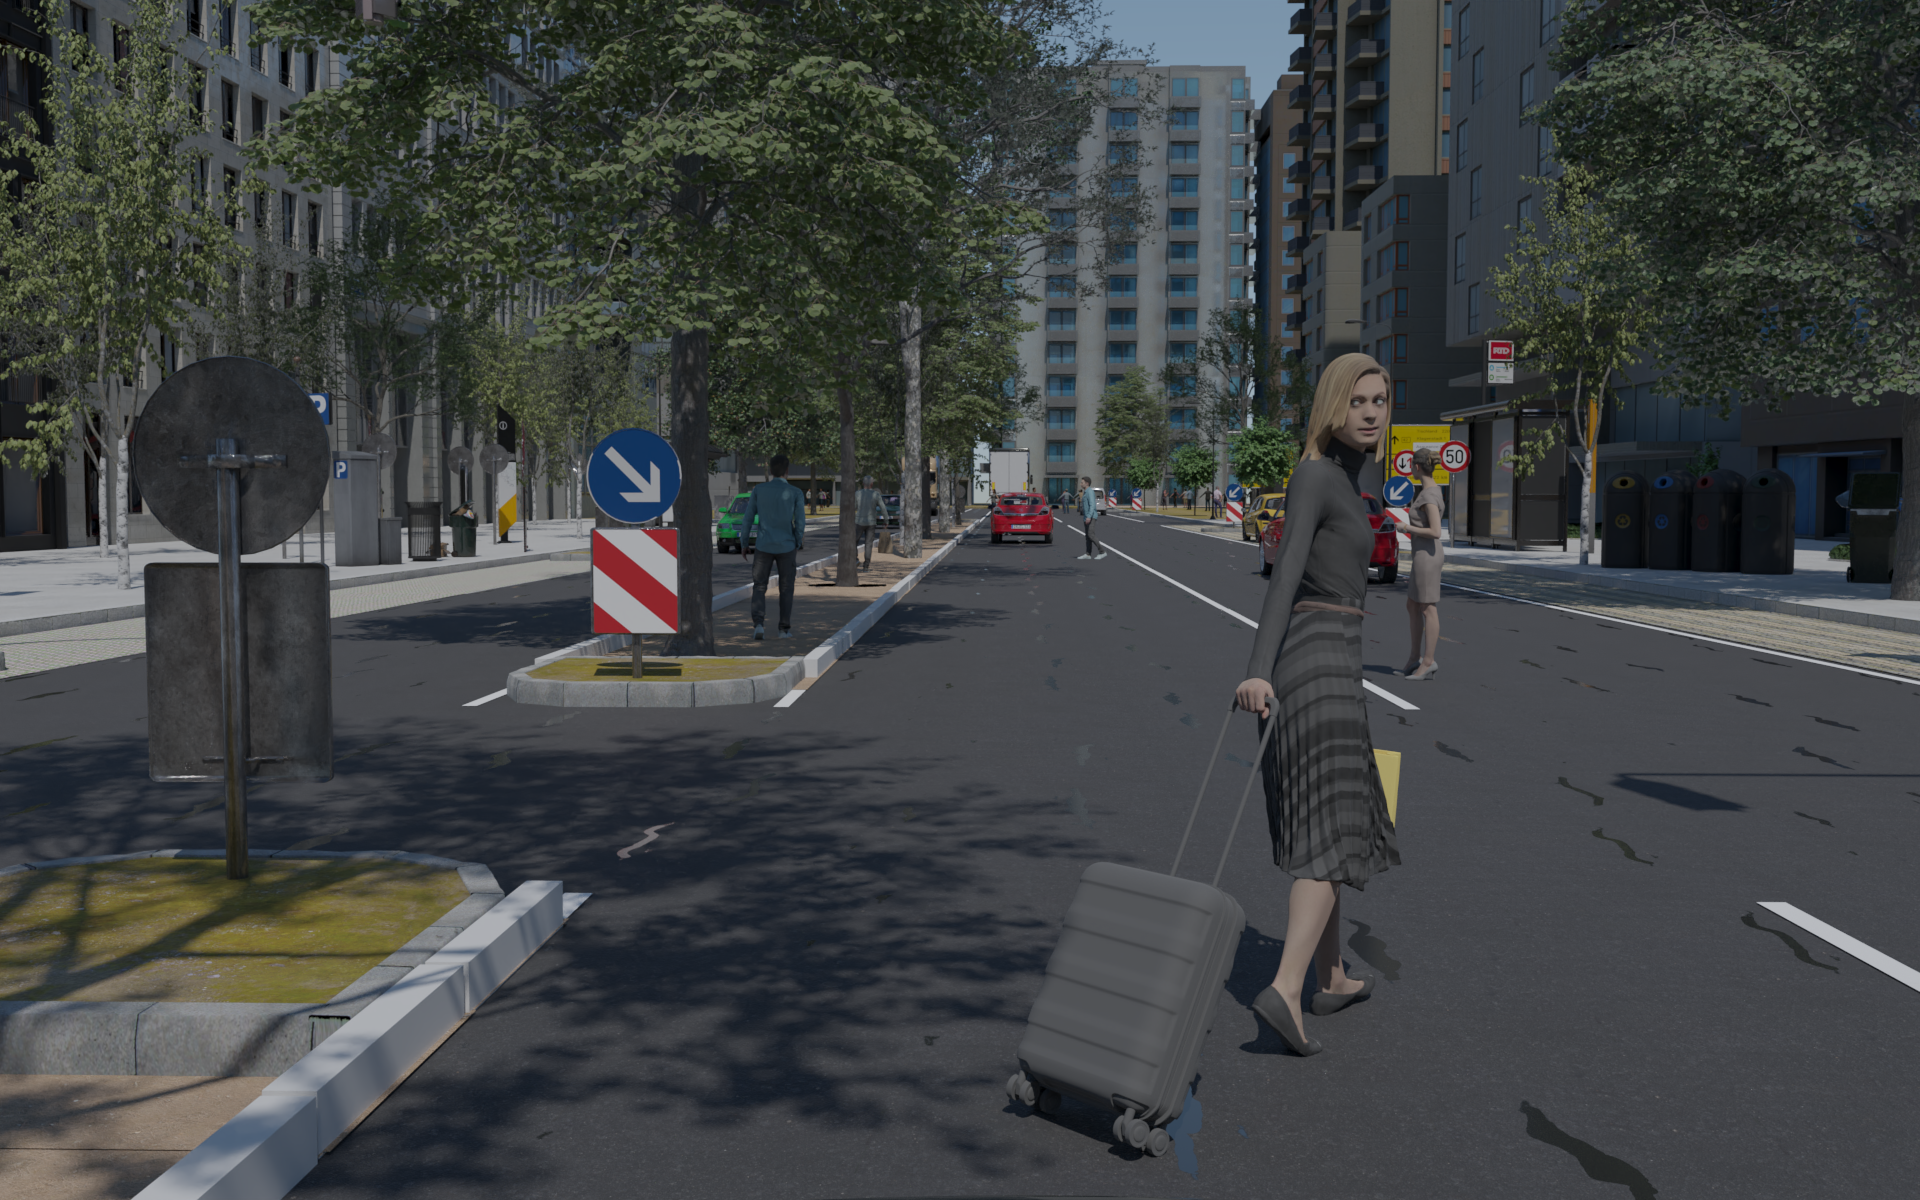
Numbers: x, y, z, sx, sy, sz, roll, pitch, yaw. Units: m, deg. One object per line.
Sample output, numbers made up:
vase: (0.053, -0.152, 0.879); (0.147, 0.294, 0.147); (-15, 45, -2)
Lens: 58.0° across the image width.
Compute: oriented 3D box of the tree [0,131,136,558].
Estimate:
tree: (-17.455, -5.152, 34.601); (4.360, 8.622, 3.978); (0, 3, 0)

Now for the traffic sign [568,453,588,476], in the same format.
traffic sign: (-12.234, -3.421, 55.669); (0.795, 2.593, 0.064); (0, 4, 7)

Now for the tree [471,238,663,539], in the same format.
tree: (-10.767, -6.054, 49.338); (4.360, 8.622, 3.978); (0, 3, 0)

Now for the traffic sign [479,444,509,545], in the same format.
traffic sign: (-11.776, -2.671, 43.777); (0.768, 2.556, 0.104); (0, 4, 5)

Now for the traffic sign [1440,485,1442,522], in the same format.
traffic sign: (14.706, -3.241, 52.998); (0.884, 2.594, 0.081); (0, 4, 5)

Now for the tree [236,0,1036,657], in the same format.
tree: (-2.417, -5.775, 14.998); (7.486, 12.596, 7.792); (0, 3, 0)

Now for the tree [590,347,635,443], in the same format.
tree: (-17.469, -7.689, 76.082); (4.737, 8.622, 4.395); (0, 3, 0)

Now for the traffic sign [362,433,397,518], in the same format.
traffic sign: (-12.055, -2.192, 35.953); (0.768, 2.556, 0.104); (0, 4, 6)

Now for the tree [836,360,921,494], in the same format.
tree: (-6.992, -15.039, 152.542); (9.857, 13.997, 8.962); (0, 3, 0)

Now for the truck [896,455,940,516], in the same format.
truck: (-2.676, -7.781, 116.125); (2.839, 4.237, 11.283); (0, 3, 0)

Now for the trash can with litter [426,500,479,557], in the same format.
trash can with litter: (-10.324, -1.454, 35.165); (1.055, 1.170, 0.624); (0, 4, 1)

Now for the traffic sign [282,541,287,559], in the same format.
traffic sign: (-13.361, -2.084, 34.180); (0.768, 2.556, 0.104); (0, 4, 8)

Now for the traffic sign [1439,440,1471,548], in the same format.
traffic sign: (11.720, -2.509, 41.135); (0.768, 2.556, 0.104); (0, 4, 4)

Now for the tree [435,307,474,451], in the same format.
tree: (-17.317, -6.976, 64.417); (4.360, 8.622, 3.978); (0, 3, 0)

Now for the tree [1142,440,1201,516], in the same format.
tree: (13.789, -7.239, 102.075); (4.285, 4.588, 4.351); (0, 3, 0)

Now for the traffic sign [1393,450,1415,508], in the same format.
traffic sign: (12.821, -3.040, 49.810); (0.768, 2.556, 0.104); (0, 4, 5)

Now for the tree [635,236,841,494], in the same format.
tree: (-9.620, -9.752, 76.452); (9.611, 12.733, 9.660); (0, 3, 0)

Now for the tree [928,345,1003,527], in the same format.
tree: (-0.238, -7.391, 73.664); (4.737, 8.622, 4.395); (0, 3, 0)

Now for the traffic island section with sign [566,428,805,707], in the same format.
traffic island section with sign: (-2.222, -0.272, 12.590); (2.006, 1.907, 1.989); (0, 4, 2)

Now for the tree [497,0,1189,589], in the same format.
tree: (-1.708, -6.930, 26.129); (12.009, 13.543, 11.850); (0, 3, 0)

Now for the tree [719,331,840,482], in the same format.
tree: (-9.844, -9.284, 86.198); (7.601, 10.594, 8.767); (0, 4, -8)

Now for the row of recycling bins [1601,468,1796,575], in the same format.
row of recycling bins: (12.319, -1.340, 29.019); (1.069, 1.692, 3.534); (-2, 4, -31)

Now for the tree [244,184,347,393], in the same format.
tree: (-17.040, -5.594, 41.825); (4.360, 8.622, 3.978); (0, 3, 0)

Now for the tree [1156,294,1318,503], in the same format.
tree: (13.613, -8.923, 80.306); (8.767, 10.594, 7.601); (-1, 4, -20)

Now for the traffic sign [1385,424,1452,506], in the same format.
traffic sign: (13.526, -3.464, 50.513); (2.265, 3.308, 0.079); (0, 4, 3)

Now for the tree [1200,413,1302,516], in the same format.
tree: (12.252, -5.320, 70.700); (4.285, 4.588, 4.351); (0, 3, 0)

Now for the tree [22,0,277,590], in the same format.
tree: (-11.338, -4.459, 23.273); (4.737, 8.622, 4.395); (0, 3, 0)

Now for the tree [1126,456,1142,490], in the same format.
tree: (14.625, -9.366, 136.844); (4.285, 4.588, 4.351); (0, 3, 0)

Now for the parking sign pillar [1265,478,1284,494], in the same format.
parking sign pillar: (13.451, -5.239, 74.136); (1.447, 3.967, 1.447); (0, 4, -6)

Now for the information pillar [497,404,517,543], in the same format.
information pillar: (-11.816, -3.287, 45.104); (0.504, 3.616, 0.183); (-3, 4, -38)

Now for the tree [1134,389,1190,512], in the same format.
tree: (14.124, -10.522, 122.391); (4.360, 8.622, 3.978); (0, 3, 0)

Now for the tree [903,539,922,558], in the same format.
tree: (-2.237, -11.036, 38.785); (12.611, 20.169, 13.585); (0, 3, 0)

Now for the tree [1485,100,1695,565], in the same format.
tree: (11.424, -4.960, 31.451); (4.737, 8.622, 4.395); (0, 3, 0)

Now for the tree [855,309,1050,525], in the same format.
tree: (-0.028, -8.745, 79.858); (8.767, 10.594, 7.601); (0, 4, 2)

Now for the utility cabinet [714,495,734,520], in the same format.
utility cabinet: (-11.875, -4.653, 87.244); (1.020, 1.237, 0.306); (2, 4, 25)

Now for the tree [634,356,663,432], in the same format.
tree: (-16.763, -8.284, 85.807); (4.737, 8.622, 4.395); (0, 3, 0)

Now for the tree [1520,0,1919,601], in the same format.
tree: (11.513, -6.966, 20.547); (9.857, 13.997, 8.962); (0, 3, 0)

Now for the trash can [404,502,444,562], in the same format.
trash can: (-10.218, -1.308, 33.034); (0.748, 1.137, 0.748); (0, 3, 0)

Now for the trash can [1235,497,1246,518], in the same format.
trash can: (13.821, -4.535, 85.803); (0.748, 1.137, 0.748); (0, 3, 0)

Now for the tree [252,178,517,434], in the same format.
tree: (-17.052, -7.105, 50.587); (7.601, 10.594, 8.767); (1, 4, 9)

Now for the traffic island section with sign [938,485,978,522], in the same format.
traffic island section with sign: (-0.079, -4.866, 87.698); (2.006, 1.907, 1.989); (0, 4, 2)

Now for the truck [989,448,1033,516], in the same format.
truck: (3.221, -7.449, 110.707); (2.839, 4.237, 11.283); (0, 4, 3)

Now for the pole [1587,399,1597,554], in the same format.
pole: (13.575, -2.656, 37.263); (0.158, 3.312, 0.155); (0, 3, 0)

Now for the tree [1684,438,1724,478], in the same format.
tree: (25.278, -3.899, 58.351); (1.663, 3.219, 1.824); (0, 3, 0)

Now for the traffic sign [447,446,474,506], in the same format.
traffic sign: (-13.310, -2.816, 46.146); (0.768, 2.556, 0.104); (1, 4, 10)

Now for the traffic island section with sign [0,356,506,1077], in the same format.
traffic island section with sign: (-2.443, 0.180, 5.186); (2.006, 1.907, 1.989); (0, 4, 2)

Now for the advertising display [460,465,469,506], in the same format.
advertising display: (-11.164, -2.069, 39.042); (0.123, 1.923, 0.974); (-1, 4, -12)

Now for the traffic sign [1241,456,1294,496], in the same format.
traffic sign: (13.396, -4.988, 75.427); (2.265, 3.308, 0.079); (0, 4, 2)

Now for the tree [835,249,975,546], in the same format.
tree: (-1.597, -5.803, 47.692); (4.360, 8.622, 3.978); (0, 3, 0)

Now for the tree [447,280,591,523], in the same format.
tree: (-15.426, -6.656, 59.193); (4.737, 8.622, 4.395); (0, 3, 0)
